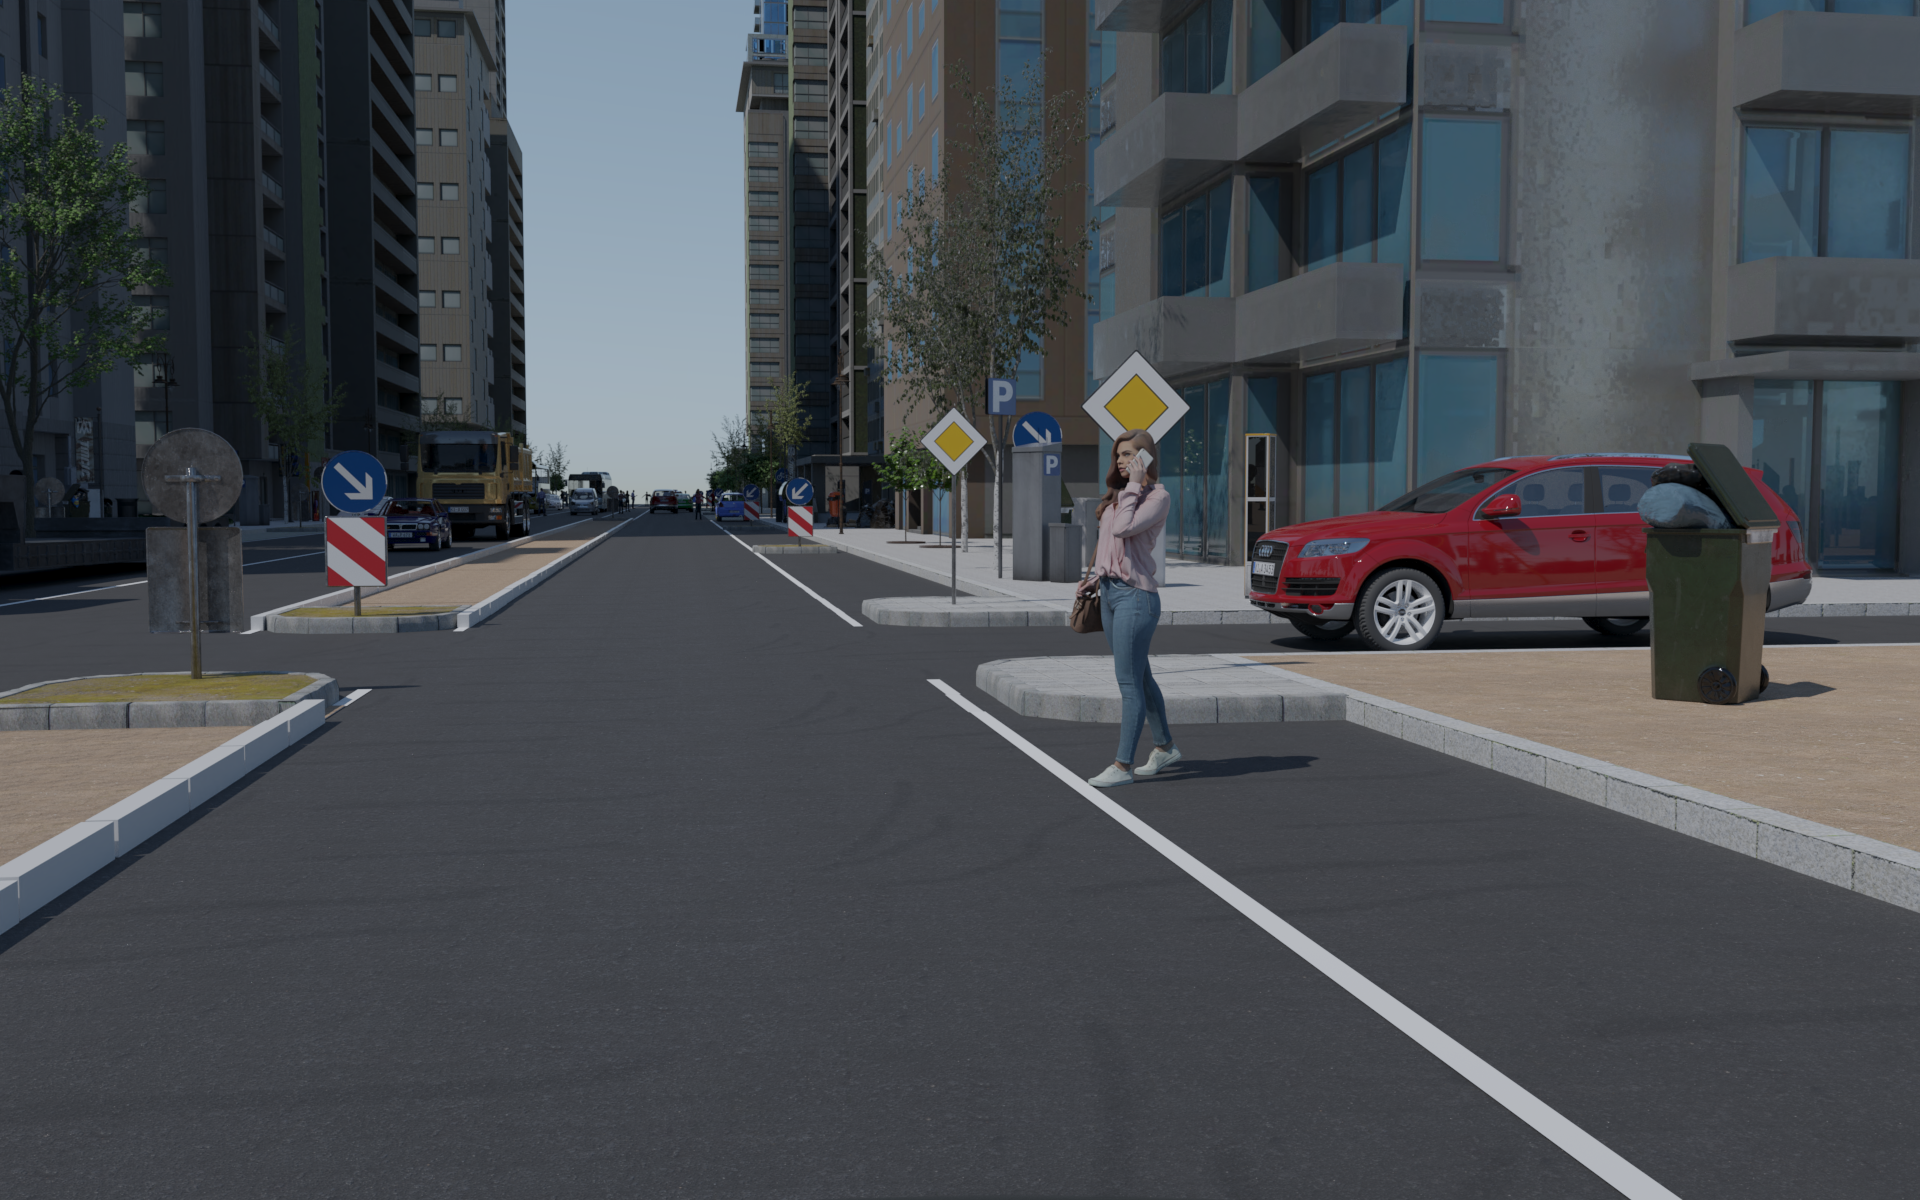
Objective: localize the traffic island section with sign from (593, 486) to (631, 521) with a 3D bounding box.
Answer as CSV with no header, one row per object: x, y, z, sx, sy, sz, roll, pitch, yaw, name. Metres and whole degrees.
-18.649,-5.183,92.879,2.006,1.907,1.989,-1,4,-9,traffic island section with sign

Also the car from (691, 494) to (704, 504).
-36.506,-14.139,240.757,1.945,1.707,3.694,0,4,-8,car

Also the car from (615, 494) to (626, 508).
-36.036,-10.575,182.685,2.009,1.686,4.222,0,4,-8,car

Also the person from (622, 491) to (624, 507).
-37.041,-11.116,190.797,0.434,1.755,0.990,0,4,-5,person

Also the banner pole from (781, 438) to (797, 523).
-7.597,-5.314,76.903,0.863,3.779,0.401,3,4,37,banner pole

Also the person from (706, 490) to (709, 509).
-24.615,-9.803,168.796,0.705,1.823,1.348,-1,4,-9,person

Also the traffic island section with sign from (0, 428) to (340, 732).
-5.223,-0.201,11.428,2.006,1.907,1.989,-1,4,-9,traffic island section with sign

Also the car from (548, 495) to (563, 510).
-36.062,-8.581,152.661,2.083,1.381,4.827,-1,4,-10,car

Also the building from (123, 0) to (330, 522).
-38.808,-24.339,81.544,14.154,41.232,14.086,-1,4,-9,building

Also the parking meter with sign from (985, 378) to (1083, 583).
1.124,-1.793,25.577,0.543,3.016,1.738,-3,4,-38,parking meter with sign

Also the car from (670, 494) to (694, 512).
-22.206,-7.907,138.079,1.959,1.807,4.718,-1,4,-11,car

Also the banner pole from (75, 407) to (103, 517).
-24.862,-3.644,49.594,0.863,3.779,0.401,-2,4,-33,banner pole

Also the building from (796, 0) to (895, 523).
8.295,-24.045,85.012,32.217,40.220,23.993,-1,4,-9,building

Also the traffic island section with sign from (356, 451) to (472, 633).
-6.418,-0.648,18.738,2.006,1.907,1.989,-1,4,-9,traffic island section with sign

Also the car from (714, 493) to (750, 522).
-12.056,-5.025,91.745,1.945,1.707,3.694,-1,4,-10,car

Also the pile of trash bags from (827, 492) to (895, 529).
-3.292,-3.335,64.273,3.447,1.369,1.912,-2,4,-26,pile of trash bags

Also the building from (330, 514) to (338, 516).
-45.697,-40.397,98.747,20.563,71.187,20.611,-1,4,-9,building

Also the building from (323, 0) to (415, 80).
-50.346,-30.388,120.540,21.300,48.544,21.600,-1,4,-9,building

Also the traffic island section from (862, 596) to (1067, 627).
-0.052,0.132,20.127,2.009,0.180,2.903,-1,4,-9,traffic island section

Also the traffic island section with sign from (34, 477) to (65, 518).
-20.722,-1.867,39.147,1.989,1.847,2.006,-1,4,-9,traffic island section with sign

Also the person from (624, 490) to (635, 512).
-26.883,-8.012,140.213,1.217,1.735,0.721,1,4,15,person

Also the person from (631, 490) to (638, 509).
-31.795,-9.834,169.156,0.599,1.838,0.709,-2,4,-35,person

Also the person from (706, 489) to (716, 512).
-19.706,-7.945,138.335,1.348,1.831,0.705,2,4,33,person

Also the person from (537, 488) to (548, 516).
-27.190,-6.384,112.747,0.709,1.838,0.599,0,4,3,person

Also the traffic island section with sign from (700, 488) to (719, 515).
-16.648,-6.739,118.804,1.989,1.847,2.006,-1,4,-9,traffic island section with sign

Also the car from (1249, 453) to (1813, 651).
5.390,-0.483,16.576,5.304,1.827,2.281,-1,4,-10,car

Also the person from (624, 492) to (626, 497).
-45.938,-13.932,237.213,0.530,1.710,0.541,0,4,-2,person

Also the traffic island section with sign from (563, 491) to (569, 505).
-51.163,-13.161,223.816,1.989,1.847,2.006,-1,4,-9,traffic island section with sign

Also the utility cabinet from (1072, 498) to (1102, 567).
2.268,-1.206,30.875,0.306,1.237,1.020,1,4,20,utility cabinet

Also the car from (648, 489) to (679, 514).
-22.013,-7.336,128.621,2.281,1.827,5.304,-1,4,-11,car

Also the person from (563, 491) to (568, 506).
-46.660,-12.036,205.367,0.705,1.814,1.350,2,4,34,person

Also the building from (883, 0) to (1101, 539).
5.210,-24.814,55.815,14.600,45.320,14.200,-1,4,-9,building

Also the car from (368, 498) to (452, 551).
-14.113,-1.952,44.491,1.945,1.354,3.894,-1,4,-10,car

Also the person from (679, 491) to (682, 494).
-28.784,-10.377,178.950,0.721,1.735,1.217,0,4,6,person

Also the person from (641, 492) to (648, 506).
-36.611,-11.813,202.356,1.217,1.736,0.721,-2,4,-25,person

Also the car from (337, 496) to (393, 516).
-20.402,-2.913,59.996,2.083,1.381,4.827,-1,4,-11,car

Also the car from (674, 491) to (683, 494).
-32.308,-11.511,196.874,2.281,1.827,5.304,0,4,-8,car

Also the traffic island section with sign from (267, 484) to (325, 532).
-25.124,-3.499,65.835,1.989,1.847,2.006,-1,4,-9,traffic island section with sign

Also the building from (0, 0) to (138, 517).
-40.584,-31.146,51.239,21.231,58.520,28.212,-1,4,-9,building

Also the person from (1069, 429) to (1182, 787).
0.889,0.028,8.628,0.643,1.750,0.593,-1,4,-22,person

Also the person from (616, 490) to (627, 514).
-24.616,-7.110,125.464,0.721,1.736,1.217,3,5,42,person

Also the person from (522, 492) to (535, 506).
-23.522,-5.193,94.198,0.721,1.735,1.217,1,4,19,person

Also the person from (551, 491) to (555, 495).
-48.434,-12.069,205.928,0.705,1.812,1.348,3,4,37,person

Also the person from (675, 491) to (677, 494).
-27.415,-9.661,167.011,0.990,1.755,0.434,1,4,10,person

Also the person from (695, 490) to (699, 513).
-20.240,-7.612,133.751,0.445,1.727,0.742,0,4,-7,person

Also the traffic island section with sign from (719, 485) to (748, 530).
-8.482,-3.709,69.269,1.989,1.847,2.006,-1,4,-9,traffic island section with sign

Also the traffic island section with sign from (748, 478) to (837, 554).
-4.104,-2.082,42.671,1.989,1.847,2.006,-1,4,-9,traffic island section with sign

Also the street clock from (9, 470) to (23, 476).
-27.976,-2.870,51.503,0.471,2.002,0.358,0,4,6,street clock

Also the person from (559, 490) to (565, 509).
-38.108,-9.612,165.676,0.705,1.822,1.348,1,4,21,person

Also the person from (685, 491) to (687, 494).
-25.523,-9.321,161.426,1.217,1.766,0.721,1,4,21,person

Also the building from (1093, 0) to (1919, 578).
17.775,-25.464,35.941,30.456,49.044,23.786,-1,4,-9,building

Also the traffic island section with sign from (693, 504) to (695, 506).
-29.981,-11.680,199.594,1.989,1.847,2.006,-1,4,-9,traffic island section with sign

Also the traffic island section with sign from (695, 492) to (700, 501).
-21.040,-8.365,145.400,1.989,1.847,2.006,-1,4,-9,traffic island section with sign

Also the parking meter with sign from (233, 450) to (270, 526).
-28.607,-4.493,69.727,0.543,3.016,1.738,1,4,22,parking meter with sign

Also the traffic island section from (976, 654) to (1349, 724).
1.247,0.614,12.248,2.009,0.180,2.903,-1,4,-9,traffic island section

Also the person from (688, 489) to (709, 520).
-14.708,-5.392,97.377,1.217,1.743,0.721,-1,4,-9,person
